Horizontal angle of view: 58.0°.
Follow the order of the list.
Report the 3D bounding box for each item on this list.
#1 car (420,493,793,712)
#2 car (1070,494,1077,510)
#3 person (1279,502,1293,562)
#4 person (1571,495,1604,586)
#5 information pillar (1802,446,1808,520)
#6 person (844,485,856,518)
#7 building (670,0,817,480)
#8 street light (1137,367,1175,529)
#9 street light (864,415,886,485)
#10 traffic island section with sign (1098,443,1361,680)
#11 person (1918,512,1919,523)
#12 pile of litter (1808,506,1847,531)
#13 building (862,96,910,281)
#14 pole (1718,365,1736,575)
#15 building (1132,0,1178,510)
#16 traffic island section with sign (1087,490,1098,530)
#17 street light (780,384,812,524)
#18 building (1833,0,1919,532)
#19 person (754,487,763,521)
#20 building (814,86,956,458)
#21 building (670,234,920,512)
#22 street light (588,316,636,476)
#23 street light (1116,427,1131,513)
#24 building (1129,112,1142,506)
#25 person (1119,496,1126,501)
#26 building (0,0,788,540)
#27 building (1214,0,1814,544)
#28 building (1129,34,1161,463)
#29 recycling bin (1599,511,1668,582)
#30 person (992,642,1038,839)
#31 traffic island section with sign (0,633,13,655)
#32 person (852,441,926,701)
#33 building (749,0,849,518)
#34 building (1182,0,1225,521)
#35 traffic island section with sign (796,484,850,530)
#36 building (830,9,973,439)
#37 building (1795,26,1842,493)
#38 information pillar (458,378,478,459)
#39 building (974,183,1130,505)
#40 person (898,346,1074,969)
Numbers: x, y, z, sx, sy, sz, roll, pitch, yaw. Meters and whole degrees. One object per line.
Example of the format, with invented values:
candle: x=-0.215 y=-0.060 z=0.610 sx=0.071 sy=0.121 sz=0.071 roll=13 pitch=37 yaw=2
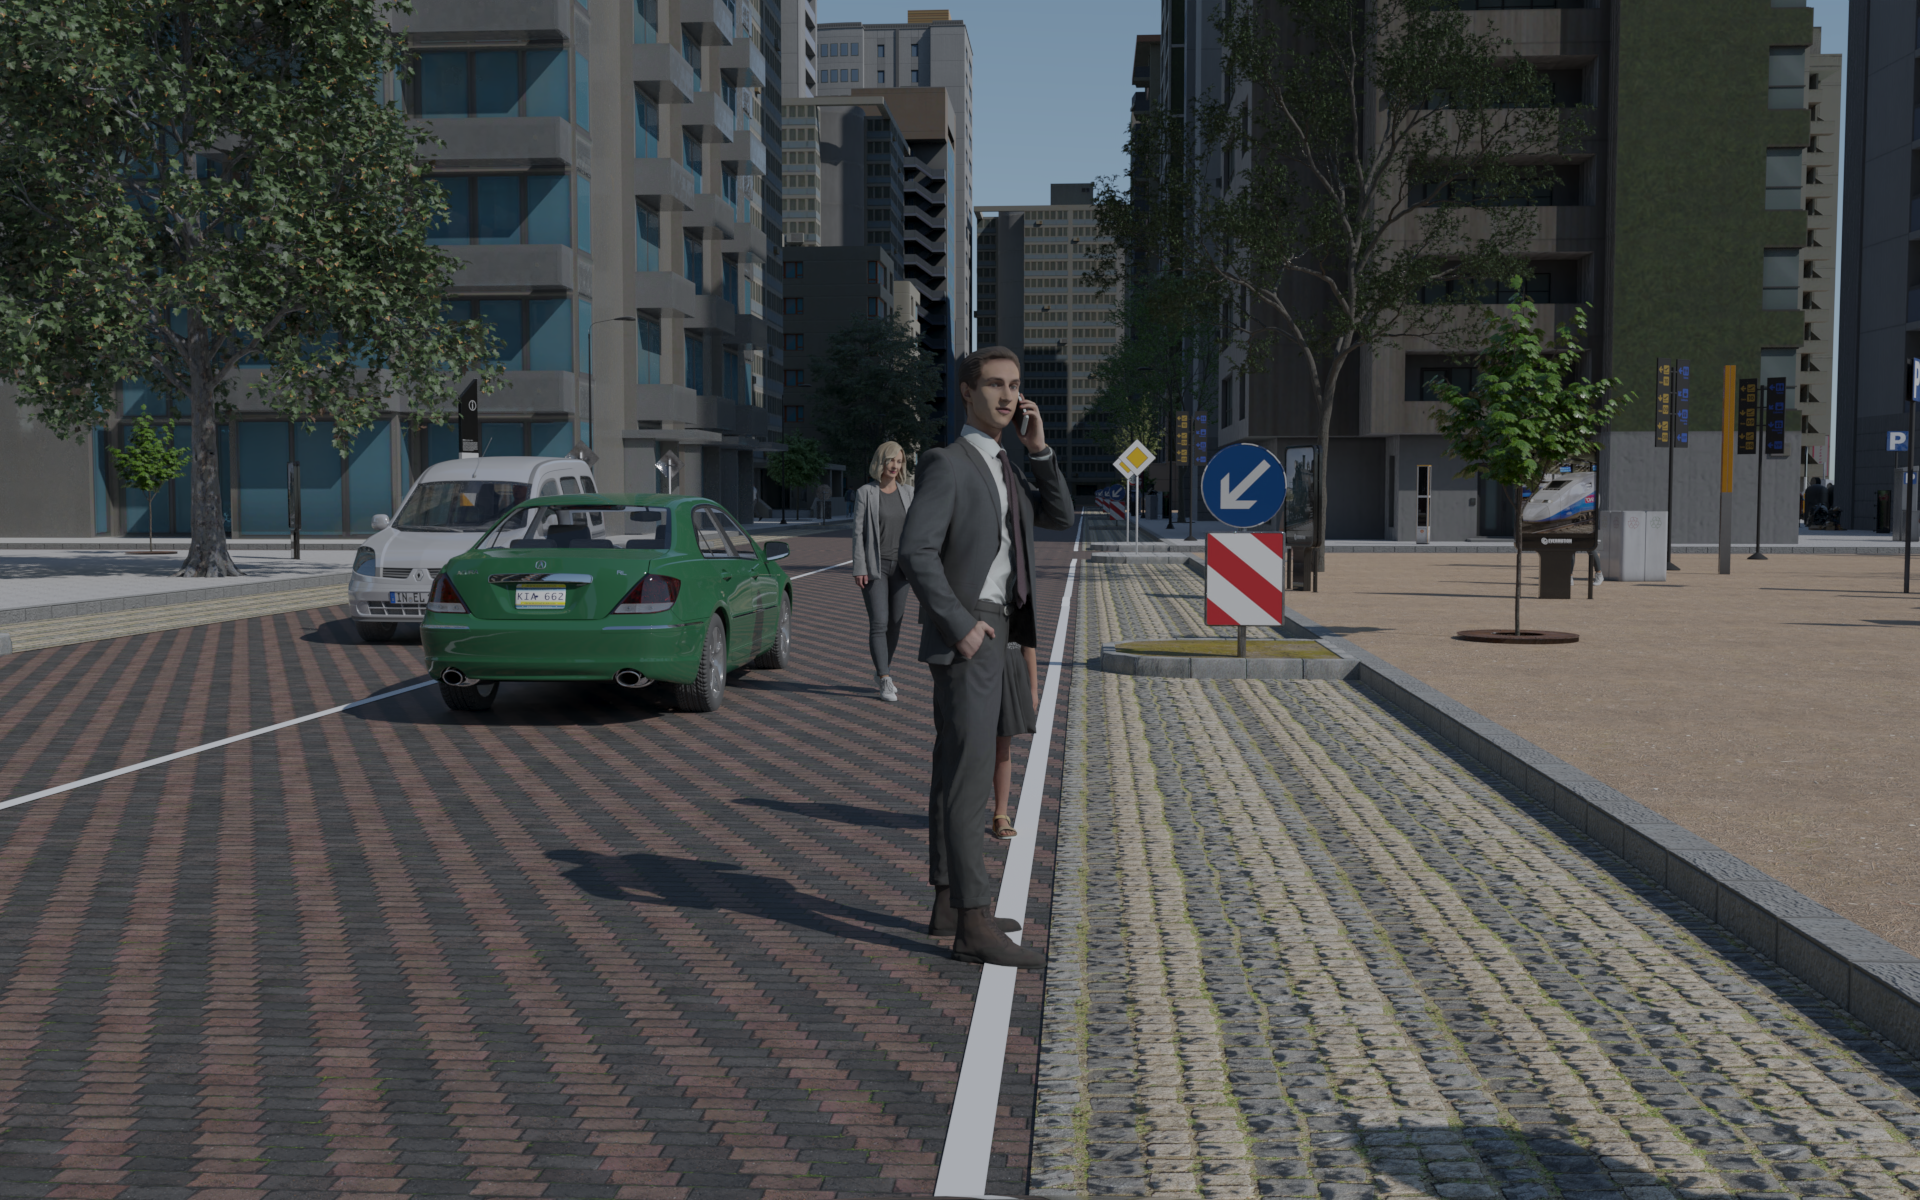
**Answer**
car: x=-2.414 y=-0.065 z=12.864 sx=2.131 sy=1.459 sz=4.920 roll=0 pitch=4 yaw=3
car: x=9.735 y=-9.055 z=159.846 sx=2.131 sy=1.459 sz=4.920 roll=0 pitch=4 yaw=5
person: x=6.177 y=-1.610 z=32.707 sx=0.374 sy=1.781 sz=0.599 roll=-1 pitch=4 yaw=-19
person: x=8.735 y=-1.096 z=24.140 sx=0.728 sy=1.800 sz=0.709 roll=-2 pitch=4 yaw=-24
information pillar: x=41.237 y=-5.696 z=84.485 sx=0.183 sy=3.616 sz=0.504 roll=2 pitch=4 yaw=30
person: x=-5.960 y=-5.367 z=94.146 sx=0.623 sy=1.781 sz=0.721 roll=-1 pitch=4 yaw=-14
building: x=-29.851 y=-39.413 z=186.408 sx=28.212 sy=58.520 sz=21.231 roll=0 pitch=4 yaw=4
street light: x=7.187 y=-5.562 z=63.487 sx=1.470 sy=5.913 sz=1.316 roll=0 pitch=4 yaw=4
street light: x=-5.012 y=-7.879 z=101.357 sx=1.470 sy=5.913 sz=1.316 roll=0 pitch=4 yaw=4
traffic island section with sign: x=2.161 y=-0.345 z=14.274 sx=1.989 sy=1.847 sz=2.006 roll=0 pitch=4 yaw=4
person: x=22.449 y=-1.899 z=39.829 sx=0.678 sy=1.792 sz=0.850 roll=0 pitch=4 yaw=-1
pile of litter: x=30.735 y=-2.896 z=61.322 sx=1.176 sy=0.858 sz=1.719 roll=1 pitch=4 yaw=14
building: x=-18.137 y=-28.821 z=163.111 sx=32.217 sy=40.220 sz=23.993 roll=0 pitch=4 yaw=4
pole: x=12.214 y=-2.064 z=27.588 sx=0.158 sy=3.312 sz=0.155 roll=0 pitch=3 yaw=0
building: x=24.580 y=-42.866 z=139.112 sx=20.563 sy=71.187 sz=20.611 roll=0 pitch=4 yaw=4
traffic island section with sign: x=6.169 y=-3.713 z=69.340 sx=1.989 sy=1.847 sz=2.006 roll=0 pitch=4 yaw=4
street light: x=-6.969 y=-6.171 z=73.439 sx=1.470 sy=5.913 sz=1.316 roll=0 pitch=4 yaw=4
building: x=45.456 y=-31.208 z=52.253 sx=28.212 sy=58.520 sz=21.231 roll=0 pitch=4 yaw=4
person: x=-9.647 y=-4.576 z=80.969 sx=0.850 sy=1.850 sz=0.679 roll=-1 pitch=4 yaw=-15
building: x=-8.068 y=-32.892 z=187.898 sx=14.200 sy=45.320 sz=14.600 roll=0 pitch=4 yaw=4
building: x=-18.278 y=-17.805 z=136.151 sx=27.650 sy=21.520 sz=28.899 roll=0 pitch=4 yaw=4
street light: x=-9.156 y=-4.456 z=45.391 sx=1.470 sy=5.913 sz=1.316 roll=0 pitch=4 yaw=4
street light: x=9.142 y=-7.270 z=91.405 sx=1.470 sy=5.913 sz=1.316 roll=0 pitch=4 yaw=4
building: x=25.219 y=-30.743 z=186.246 sx=14.154 sy=41.232 sz=14.086 roll=0 pitch=4 yaw=4
person: x=15.111 y=-9.691 z=164.471 sx=1.348 sy=1.826 sz=0.705 roll=0 pitch=4 yaw=8
building: x=-19.427 y=-27.021 z=61.407 sx=23.786 sy=49.044 sz=30.456 roll=0 pitch=4 yaw=4
building: x=15.147 y=-17.079 z=50.939 sx=14.107 sy=30.474 sz=14.160 roll=0 pitch=4 yaw=4
building: x=27.315 y=-31.184 z=164.483 sx=22.147 sy=44.769 sz=28.867 roll=0 pitch=4 yaw=4
recycling bin: x=9.966 y=-0.801 z=25.651 sx=0.722 sy=1.027 sz=0.722 roll=0 pitch=4 yaw=-6
person: x=0.150 y=0.363 z=7.238 sx=0.362 sy=1.253 sz=0.373 roll=-1 pitch=4 yaw=-13
traffic island section with sign: x=-9.531 y=-0.397 z=15.115 sx=1.989 sy=1.847 sz=2.006 roll=0 pitch=4 yaw=4
person: x=-0.445 y=-0.220 z=12.283 sx=0.709 sy=1.800 sz=0.728 roll=-1 pitch=4 yaw=-19
building: x=-23.375 y=-24.921 z=99.340 sx=32.217 sy=40.220 sz=23.993 roll=0 pitch=4 yaw=4
building: x=22.708 y=-33.725 z=93.406 sx=21.231 sy=58.520 sz=28.212 roll=0 pitch=4 yaw=4
traffic island section with sign: x=-5.525 y=-3.772 z=70.297 sx=1.989 sy=1.847 sz=2.006 roll=0 pitch=4 yaw=4
building: x=-12.654 y=-41.202 z=215.655 sx=28.212 sy=58.520 sz=21.231 roll=0 pitch=4 yaw=4
building: x=77.554 y=-33.934 z=178.524 sx=21.600 sy=48.544 sz=21.300 roll=0 pitch=4 yaw=4
information pillar: x=-9.892 y=-2.665 z=34.925 sx=0.183 sy=3.616 sz=0.504 roll=2 pitch=4 yaw=27
building: x=14.035 y=-32.255 z=219.243 sx=23.993 sy=40.220 sz=32.217 roll=0 pitch=4 yaw=4
person: x=0.104 y=0.144 z=5.515 sx=0.474 sy=1.900 sz=0.648 roll=1 pitch=4 yaw=15
